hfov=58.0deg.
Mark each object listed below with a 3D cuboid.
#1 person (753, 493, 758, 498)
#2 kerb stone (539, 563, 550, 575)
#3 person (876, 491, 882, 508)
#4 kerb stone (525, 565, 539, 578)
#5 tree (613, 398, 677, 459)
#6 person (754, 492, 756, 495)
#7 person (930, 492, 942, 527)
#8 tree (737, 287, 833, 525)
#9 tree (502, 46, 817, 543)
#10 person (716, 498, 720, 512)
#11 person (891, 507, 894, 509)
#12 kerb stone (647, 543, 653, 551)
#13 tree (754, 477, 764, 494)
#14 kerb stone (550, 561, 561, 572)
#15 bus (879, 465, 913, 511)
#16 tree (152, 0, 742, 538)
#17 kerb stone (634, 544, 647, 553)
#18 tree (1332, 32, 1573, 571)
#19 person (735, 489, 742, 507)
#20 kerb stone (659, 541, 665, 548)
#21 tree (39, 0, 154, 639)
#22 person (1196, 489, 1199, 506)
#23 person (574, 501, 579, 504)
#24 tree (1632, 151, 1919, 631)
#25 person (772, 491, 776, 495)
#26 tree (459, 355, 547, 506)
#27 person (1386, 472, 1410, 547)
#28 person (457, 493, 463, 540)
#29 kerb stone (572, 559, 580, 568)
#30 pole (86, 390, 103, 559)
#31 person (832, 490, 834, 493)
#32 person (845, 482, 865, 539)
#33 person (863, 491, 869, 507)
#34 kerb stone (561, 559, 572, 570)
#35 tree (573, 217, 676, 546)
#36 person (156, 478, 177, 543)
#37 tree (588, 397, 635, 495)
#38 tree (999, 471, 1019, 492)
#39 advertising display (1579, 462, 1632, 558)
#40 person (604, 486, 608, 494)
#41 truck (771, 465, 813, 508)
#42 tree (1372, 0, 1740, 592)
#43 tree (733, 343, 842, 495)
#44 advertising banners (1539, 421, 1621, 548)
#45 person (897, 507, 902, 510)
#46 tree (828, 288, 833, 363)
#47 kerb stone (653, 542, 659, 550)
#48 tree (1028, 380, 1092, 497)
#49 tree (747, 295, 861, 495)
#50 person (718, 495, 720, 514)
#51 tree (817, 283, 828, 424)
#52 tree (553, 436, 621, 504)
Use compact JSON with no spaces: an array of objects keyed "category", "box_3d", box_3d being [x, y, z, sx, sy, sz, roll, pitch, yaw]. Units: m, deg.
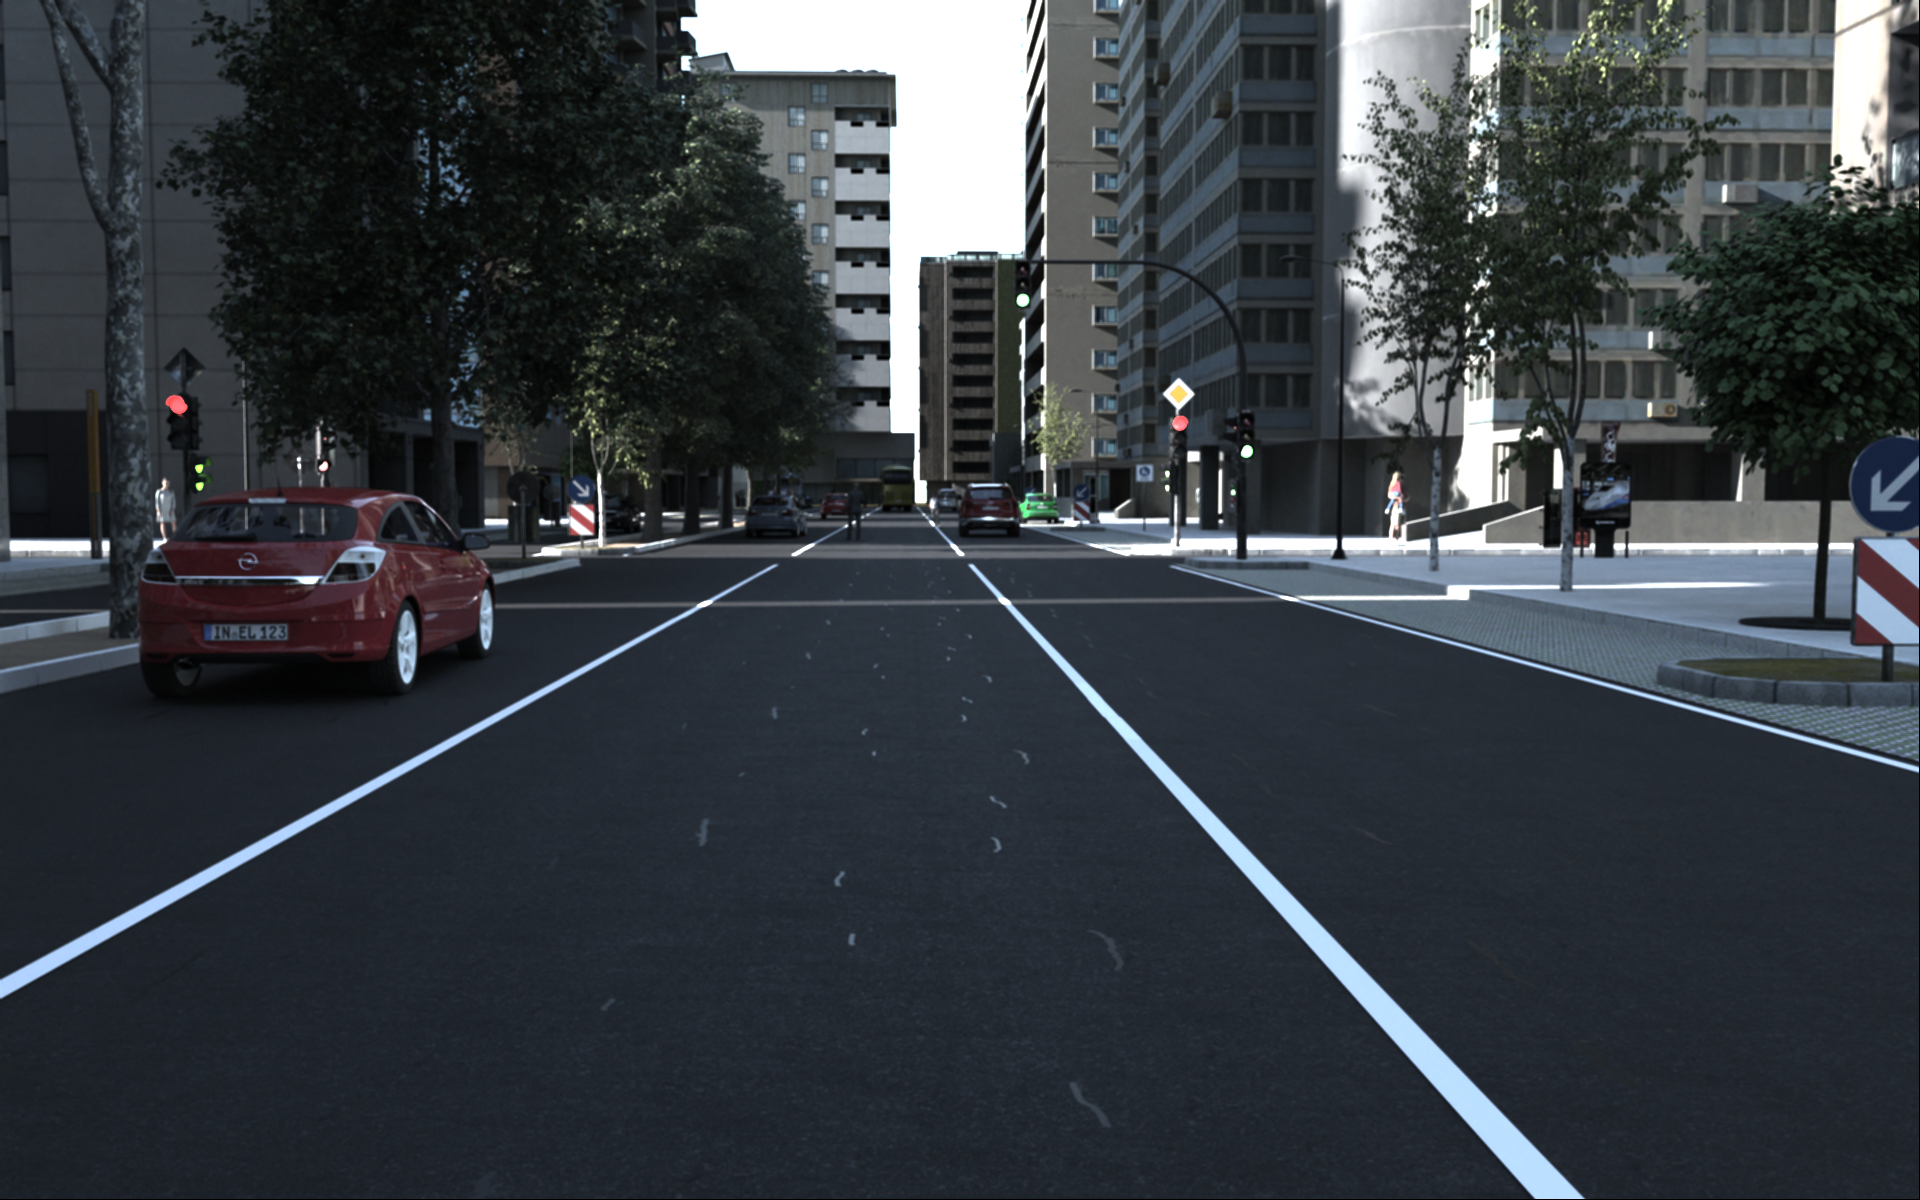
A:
[{"category":"person","box_3d":[-21.450,-10.636,180.469,0.750,1.759,0.617,-3,5,-45]},{"category":"kerb stone","box_3d":[-7.522,-0.532,30.896,0.120,0.150,1.000,0,4,-2]},{"category":"person","box_3d":[-8.129,-10.355,178.362,0.990,1.755,0.434,1,4,9]},{"category":"kerb stone","box_3d":[-7.477,-0.470,29.874,0.120,0.150,1.000,0,4,-2]},{"category":"tree","box_3d":[-20.066,-10.837,111.592,7.601,10.594,8.767,-1,4,-19]},{"category":"person","box_3d":[-21.707,-10.762,182.094,1.348,1.812,0.705,3,5,41]},{"category":"person","box_3d":[-1.045,-3.941,75.527,0.503,1.515,0.523,-1,4,-18]},{"category":"tree","box_3d":[-9.721,-9.327,80.714,9.928,11.665,9.643,0,3,0]},{"category":"tree","box_3d":[-9.027,-8.642,50.417,9.857,13.997,8.962,0,3,0]},{"category":"person","box_3d":[-18.052,-7.294,130.972,0.991,1.433,0.599,2,4,33]},{"category":"person","box_3d":[-6.695,-9.851,170.485,0.530,1.710,0.541,1,4,20]},{"category":"kerb stone","box_3d":[-7.928,-1.313,43.659,0.120,0.150,1.000,0,4,-2]},{"category":"tree","box_3d":[-22.425,-12.151,193.266,1.663,3.219,1.824,0,3,0]},{"category":"kerb stone","box_3d":[-7.552,-0.595,31.917,0.120,0.150,1.000,0,4,-2]},{"category":"bus","box_3d":[-5.354,-9.444,145.956,2.896,3.916,12.252,0,4,-3]},{"category":"tree","box_3d":[-8.684,-6.693,28.901,9.611,12.733,9.660,0,3,0]},{"category":"kerb stone","box_3d":[-7.891,-1.246,42.632,0.120,0.150,1.000,0,4,-2]},{"category":"tree","box_3d":[8.074,-4.796,28.781,4.360,8.622,3.978,0,3,0]},{"category":"person","box_3d":[-21.655,-9.942,169.320,0.721,1.736,1.217,-2,4,-35]},{"category":"kerb stone","box_3d":[-7.992,-1.439,45.717,0.120,0.150,1.000,0,4,-2]},{"category":"tree","box_3d":[-9.476,-9.731,17.452,12.611,20.169,13.585,0,3,0]},{"category":"person","box_3d":[10.888,-4.371,77.601,0.635,1.810,0.391,2,4,29]},{"category":"person","box_3d":[-22.932,-5.957,103.554,0.709,1.813,0.853,1,4,20]},{"category":"tree","box_3d":[8.314,-2.023,16.791,4.285,4.588,4.351,0,3,0]},{"category":"person","box_3d":[-13.920,-7.305,129.398,0.415,1.643,0.593,2,4,33]},{"category":"tree","box_3d":[-18.964,-7.520,73.314,4.360,8.622,3.978,0,3,0]},{"category":"person","box_3d":[10.667,-2.214,42.223,0.573,1.828,0.580,1,4,11]},{"category":"person","box_3d":[-15.051,-2.618,51.283,0.713,1.824,0.794,-1,4,-16]},{"category":"kerb stone","box_3d":[-7.616,-0.720,33.968,0.120,0.150,1.000,0,4,-2]},{"category":"pole","box_3d":[-17.033,-2.461,34.079,0.158,3.312,0.155,0,3,0]},{"category":"person","box_3d":[-10.480,-8.123,142.013,0.721,1.736,1.217,3,4,38]},{"category":"person","box_3d":[-3.351,-2.819,54.771,0.661,1.801,0.590,-2,4,-25]},{"category":"person","box_3d":[-10.236,-10.850,186.030,1.348,1.807,0.705,-3,5,-41]},{"category":"kerb stone","box_3d":[-7.583,-0.656,32.946,0.120,0.150,1.000,0,4,-2]},{"category":"tree","box_3d":[-8.964,-5.528,43.195,4.737,8.622,4.395,0,3,0]},{"category":"person","box_3d":[-20.544,-2.312,44.844,0.512,1.701,0.522,-3,5,-41]},{"category":"tree","box_3d":[-19.553,-9.158,100.088,4.360,8.622,3.978,0,3,0]},{"category":"tree","box_3d":[4.018,-9.242,145.705,1.663,3.219,1.824,0,3,0]},{"category":"advertising display","box_3d":[13.007,-1.816,34.909,0.974,1.923,0.123,1,4,23]},{"category":"person","box_3d":[-19.190,-5.321,93.786,0.466,1.731,0.760,3,4,38]},{"category":"truck","box_3d":[-16.085,-10.910,168.135,2.967,4.110,18.799,0,4,-1]},{"category":"tree","box_3d":[7.781,-4.424,22.696,4.737,8.622,4.395,0,3,0]},{"category":"tree","box_3d":[-10.867,-11.120,102.402,7.486,12.596,7.792,0,3,0]},{"category":"advertising banners","box_3d":[14.790,-2.757,41.257,2.074,3.025,0.090,-1,4,-12]},{"category":"person","box_3d":[-5.557,-9.188,158.814,1.348,1.812,0.705,-3,4,-36]},{"category":"tree","box_3d":[-9.570,-9.858,70.286,9.857,13.997,8.962,0,3,0]},{"category":"kerb stone","box_3d":[-7.960,-1.373,44.685,0.120,0.150,1.000,0,4,-2]},{"category":"tree","box_3d":[6.240,-9.847,111.354,4.737,8.622,4.395,0,3,0]},{"category":"tree","box_3d":[-10.319,-10.940,91.692,12.009,13.543,11.850,0,3,0]},{"category":"person","box_3d":[-17.340,-7.144,125.757,0.568,1.767,0.683,2,4,28]},{"category":"tree","box_3d":[-9.429,-9.250,60.347,9.857,13.997,8.962,0,3,0]},{"category":"tree","box_3d":[-19.263,-6.451,89.191,4.285,4.588,4.351,0,3,0]}]
